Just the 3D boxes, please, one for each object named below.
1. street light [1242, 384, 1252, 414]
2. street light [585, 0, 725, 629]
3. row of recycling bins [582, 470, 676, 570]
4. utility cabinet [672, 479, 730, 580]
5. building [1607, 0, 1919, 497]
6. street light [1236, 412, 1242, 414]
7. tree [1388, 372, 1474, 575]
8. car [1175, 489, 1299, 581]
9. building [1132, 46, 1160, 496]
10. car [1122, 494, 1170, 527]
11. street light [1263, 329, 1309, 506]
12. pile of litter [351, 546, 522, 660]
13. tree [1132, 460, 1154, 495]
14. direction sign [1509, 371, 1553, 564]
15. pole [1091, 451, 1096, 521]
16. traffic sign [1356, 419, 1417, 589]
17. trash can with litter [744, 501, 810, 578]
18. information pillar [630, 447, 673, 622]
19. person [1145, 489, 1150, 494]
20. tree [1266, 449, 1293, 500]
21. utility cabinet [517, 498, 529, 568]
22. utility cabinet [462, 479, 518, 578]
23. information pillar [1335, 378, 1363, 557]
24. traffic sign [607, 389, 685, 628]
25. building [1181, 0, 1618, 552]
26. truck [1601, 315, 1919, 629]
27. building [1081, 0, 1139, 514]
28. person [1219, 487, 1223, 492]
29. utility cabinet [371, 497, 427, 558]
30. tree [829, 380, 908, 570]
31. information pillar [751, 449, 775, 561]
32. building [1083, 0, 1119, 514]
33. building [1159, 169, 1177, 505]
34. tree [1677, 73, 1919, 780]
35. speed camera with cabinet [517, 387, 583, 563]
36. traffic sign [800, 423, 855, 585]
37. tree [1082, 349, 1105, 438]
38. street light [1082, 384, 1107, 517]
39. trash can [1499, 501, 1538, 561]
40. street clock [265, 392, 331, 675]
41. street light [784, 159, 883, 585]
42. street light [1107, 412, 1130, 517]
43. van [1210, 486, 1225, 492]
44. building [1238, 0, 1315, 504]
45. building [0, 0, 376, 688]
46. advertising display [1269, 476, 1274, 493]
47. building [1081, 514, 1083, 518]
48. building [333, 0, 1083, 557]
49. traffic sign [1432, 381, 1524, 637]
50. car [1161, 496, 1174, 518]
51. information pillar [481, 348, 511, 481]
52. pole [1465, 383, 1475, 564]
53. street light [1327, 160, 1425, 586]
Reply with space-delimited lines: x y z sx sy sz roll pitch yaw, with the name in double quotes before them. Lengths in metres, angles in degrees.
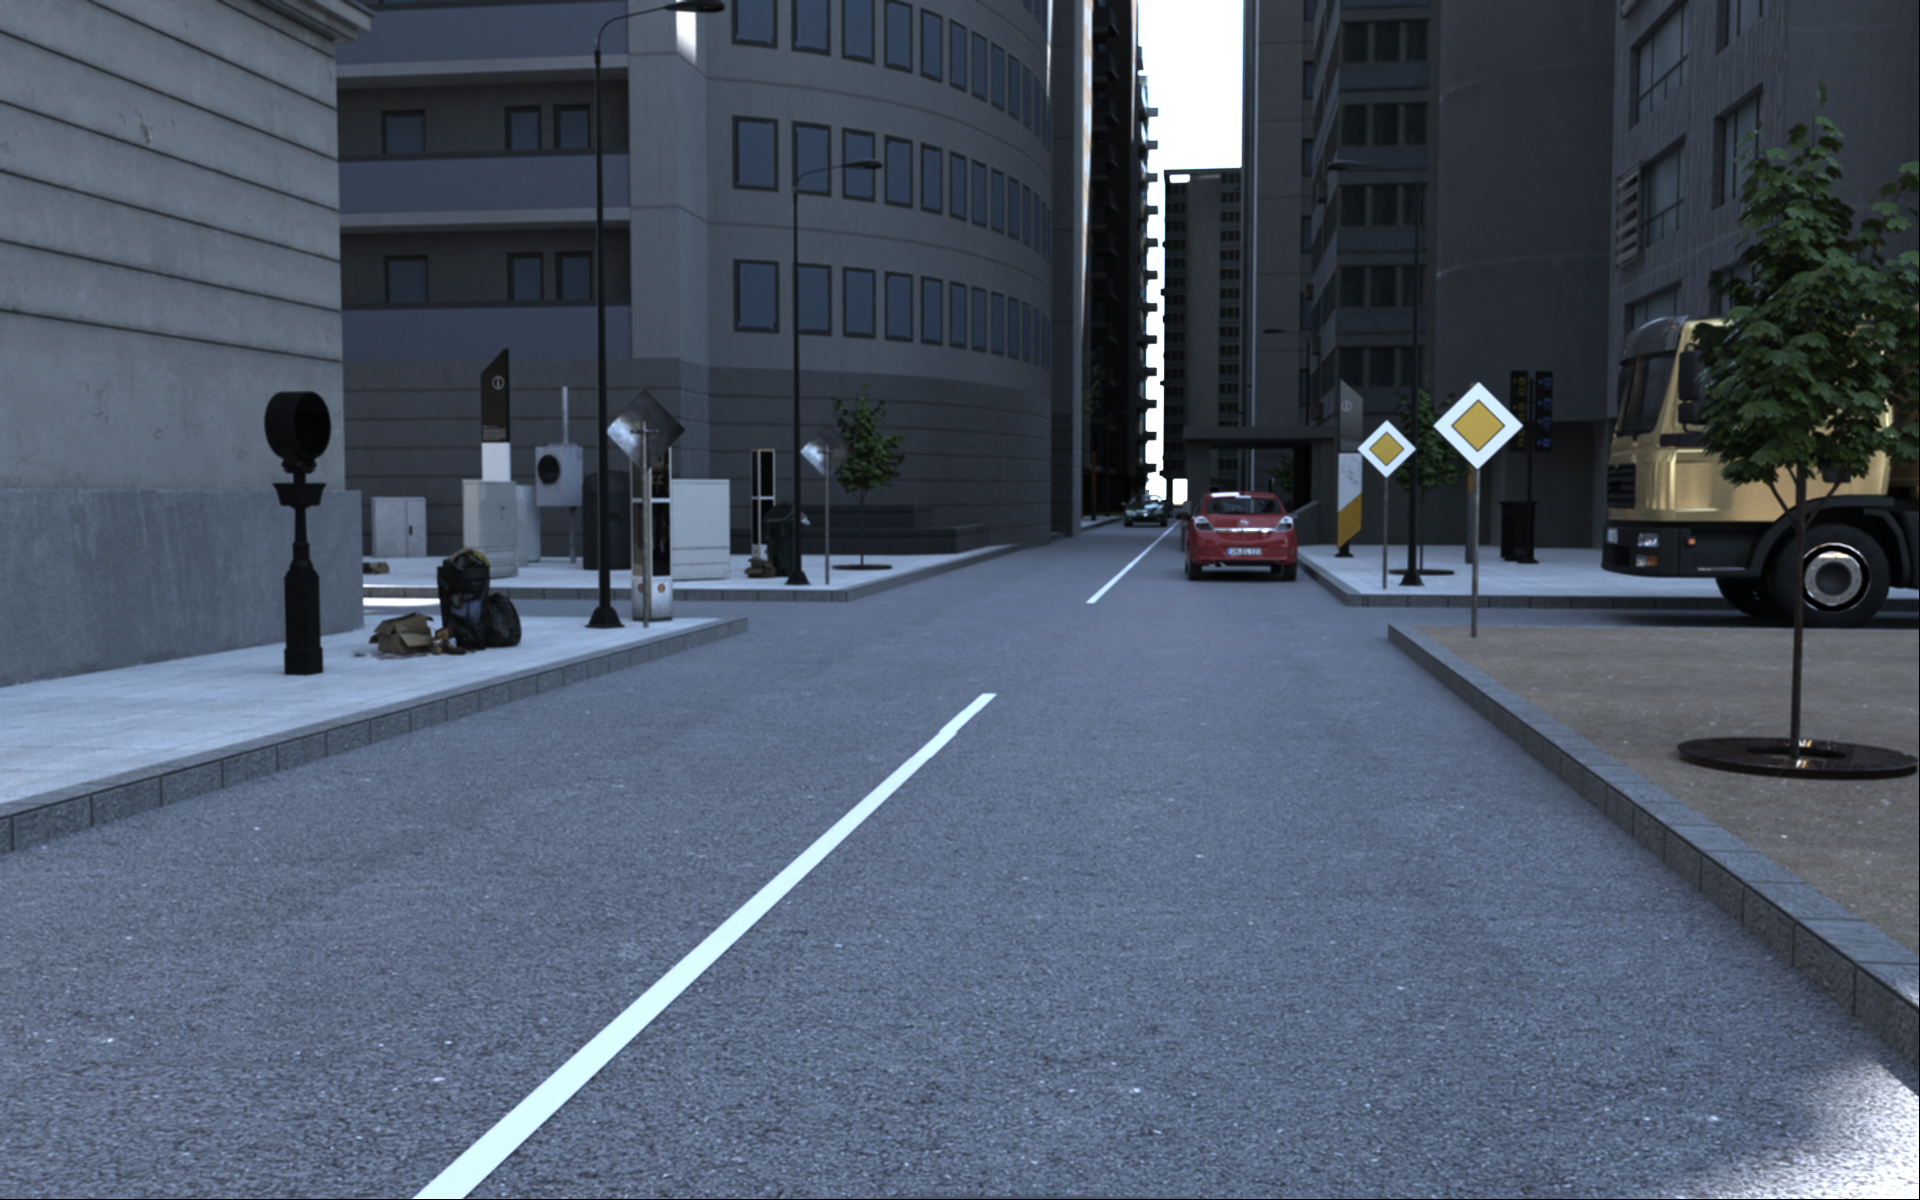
"street light" 12.786 -6.158 73.226 1.470 5.913 1.316 1 4 8
"street light" -2.888 -2.684 16.429 1.470 5.913 1.316 1 4 8
"row of recycling bins" -5.862 -1.450 30.819 1.069 1.692 3.534 0 4 8
"utility cabinet" -4.000 -1.044 25.755 1.173 1.500 0.318 -3 5 -41
"building" 19.295 -21.018 27.231 14.086 41.232 14.154 1 4 8
"street light" 16.252 -7.657 97.730 1.470 5.913 1.316 1 4 8
"tree" 7.404 -2.020 27.625 1.663 3.219 1.824 0 3 0
"car" 4.829 -1.288 30.091 2.155 1.783 4.494 0 4 6
"building" 7.038 -35.164 194.546 30.456 49.044 23.786 1 4 8
"car" 8.300 -4.001 77.216 2.131 1.459 4.920 0 4 8
"street light" 9.220 -4.660 48.736 1.470 5.913 1.316 1 4 8
"pile of litter" -4.323 -0.019 14.277 1.176 0.858 1.719 2 4 34
"tree" 14.810 -10.068 148.327 4.285 4.588 4.351 0 3 0
"direction sign" 10.518 -2.445 31.970 0.876 3.537 0.379 -1 4 -16
"pole" 6.407 -5.447 82.901 0.158 3.312 0.155 0 3 0
"traffic sign" 5.738 -1.206 23.356 0.795 2.450 0.064 1 4 8
"trash can with litter" -2.839 -0.939 26.747 0.624 1.170 1.055 2 4 28
"information pillar" -3.116 -0.795 17.488 0.304 2.012 0.304 3 5 40
"person" 10.964 -5.554 100.094 0.721 1.735 1.217 0 4 -1
"tree" 12.709 -4.359 65.870 1.663 3.219 1.824 0 3 0
"utility cabinet" -7.949 -1.191 30.629 0.306 1.237 1.020 -2 4 -35
"utility cabinet" -7.120 -1.079 26.327 0.318 1.500 1.173 1 4 12
"information pillar" 7.896 -2.677 35.125 0.504 3.616 0.183 0 4 -1
"traffic sign" -3.011 -0.790 16.562 0.795 2.450 0.064 1 4 8
"building" 22.409 -21.674 46.251 32.217 40.220 23.993 1 4 8
"truck" 11.320 -1.392 18.685 9.791 3.379 3.469 1 4 10
"building" 6.615 -29.646 134.826 14.600 45.320 14.200 1 4 8
"person" 13.710 -5.067 91.446 0.694 1.812 0.767 2 4 26
"utility cabinet" -11.293 -1.451 34.880 1.020 1.237 0.306 -2 4 -31
"tree" -1.623 -2.137 29.534 1.663 3.219 1.824 0 3 0
"information pillar" -3.232 -1.466 28.458 0.304 2.012 0.304 -2 4 -31
"building" -1.047 -28.110 114.226 22.147 44.769 28.867 1 4 8
"building" 34.651 -30.755 194.727 23.993 40.220 32.217 1 4 8
"tree" 3.898 -0.824 8.071 1.663 3.219 1.824 0 3 0
"speed camera with cabinet" -7.982 -2.318 32.230 2.038 3.252 0.660 2 4 29
"traffic sign" -1.876 -1.274 24.467 0.795 2.450 0.064 1 4 8
"tree" 3.615 -7.307 69.838 4.737 8.622 4.395 0 3 0
"street light" 5.361 -6.177 73.537 1.470 5.913 1.316 1 4 8
"trash can" 10.670 -1.314 33.135 0.748 1.137 0.748 0 3 0
"street clock" -4.683 -0.473 12.303 0.358 2.002 0.471 1 4 12
"street light" -1.767 -3.164 24.268 1.470 5.913 1.316 1 4 8
"street light" 8.911 -7.675 98.030 1.470 5.913 1.316 1 4 8
"van" 18.487 -7.517 127.294 2.240 2.365 5.245 0 4 6
"building" 36.001 -37.594 156.661 21.231 58.520 28.212 1 4 8
"building" -17.536 -13.674 10.965 23.554 28.519 14.401 1 4 8
"advertising display" 11.429 -3.568 63.558 0.123 1.923 0.974 1 4 15
"building" -0.744 -26.732 87.176 14.600 45.320 14.200 1 4 8
"building" -8.055 -30.920 47.533 21.231 58.520 28.212 1 4 8
"traffic sign" 4.602 -0.722 15.452 0.795 2.450 0.064 1 4 8
"car" 11.900 -5.605 104.215 1.945 1.354 3.894 1 4 10
"information pillar" -7.459 -2.235 27.900 0.504 3.616 0.183 1 4 17
"pole" 9.404 -2.322 31.802 0.158 3.312 0.155 0 3 0
"street light" 5.809 -3.161 24.223 1.470 5.913 1.316 1 4 8
